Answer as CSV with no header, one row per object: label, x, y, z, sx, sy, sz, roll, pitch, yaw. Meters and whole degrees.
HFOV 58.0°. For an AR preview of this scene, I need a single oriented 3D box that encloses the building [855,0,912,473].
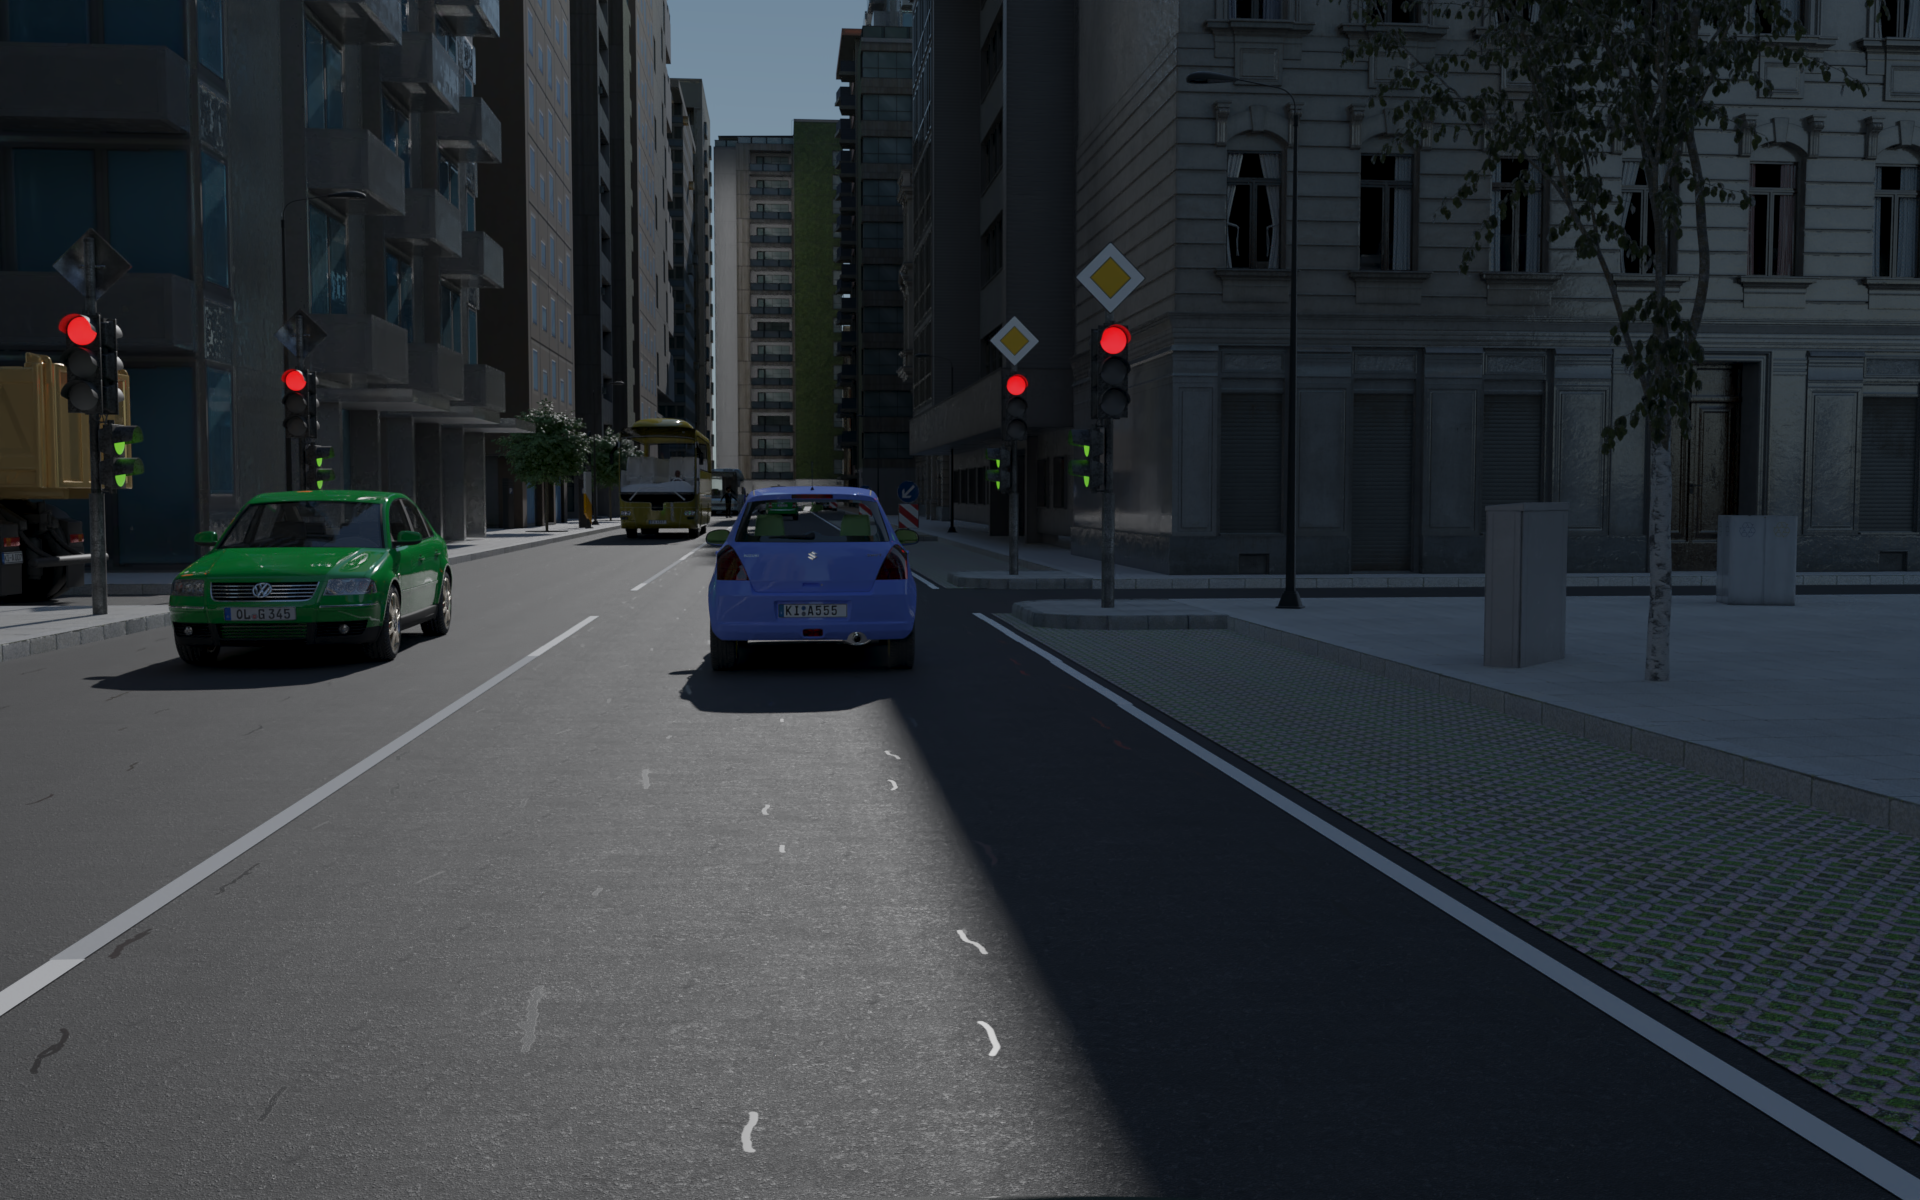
building,3.995,-31.491,134.484,23.786,49.044,30.456,0,4,-6

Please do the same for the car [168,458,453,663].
car,-5.911,-0.449,16.145,1.959,1.807,4.718,0,4,-8

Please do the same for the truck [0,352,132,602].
truck,-16.001,-1.593,21.966,9.791,3.379,3.469,0,4,-4

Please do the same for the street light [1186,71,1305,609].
street light,3.177,-2.857,19.257,1.470,5.913,1.316,0,4,-6

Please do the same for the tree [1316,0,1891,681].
tree,4.569,-3.751,11.689,4.360,8.622,3.978,0,3,0

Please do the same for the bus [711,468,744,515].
bus,-16.635,-7.728,121.207,2.948,3.499,13.247,0,4,-5

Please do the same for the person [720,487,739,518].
person,-13.907,-5.872,104.140,0.705,1.869,1.348,3,5,45

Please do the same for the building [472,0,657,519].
building,-26.317,-27.928,106.739,14.600,45.320,14.200,0,4,-6

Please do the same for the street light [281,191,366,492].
street light,-9.808,-3.310,26.663,1.470,5.913,1.316,0,4,-6

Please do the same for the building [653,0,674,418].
building,-35.249,-32.861,126.513,28.713,52.752,27.495,0,4,-6

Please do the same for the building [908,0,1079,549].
building,6.561,-14.323,53.246,14.314,24.678,30.058,0,4,-6

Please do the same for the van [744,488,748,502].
van,-20.499,-9.437,158.670,2.240,2.365,5.245,0,4,-7

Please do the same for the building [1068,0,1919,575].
building,11.695,-11.199,32.254,18.267,20.994,9.793,0,4,-6

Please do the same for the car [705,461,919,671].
car,-1.310,-0.356,15.414,1.945,1.707,3.694,0,4,-5

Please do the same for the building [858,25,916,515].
building,0.385,-20.785,111.542,14.160,30.474,14.107,0,4,-6

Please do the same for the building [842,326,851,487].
building,0.894,-21.793,201.347,28.899,21.520,27.650,0,4,-6

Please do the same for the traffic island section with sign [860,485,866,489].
traffic island section with sign,-4.505,-4.353,79.802,1.989,1.847,2.006,0,4,-6

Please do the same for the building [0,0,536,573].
building,-23.073,-25.624,38.554,23.786,49.044,30.456,0,4,-6

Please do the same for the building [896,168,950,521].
building,4.189,-16.295,85.503,14.460,24.649,34.723,0,4,-6

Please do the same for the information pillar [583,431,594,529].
information pillar,-13.834,-4.465,64.349,0.183,3.616,0.504,1,4,14

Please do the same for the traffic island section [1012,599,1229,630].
traffic island section,1.694,0.165,19.588,2.009,0.180,2.903,0,4,-6

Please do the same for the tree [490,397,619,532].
tree,-14.109,-4.584,58.664,4.285,4.588,4.351,0,3,0

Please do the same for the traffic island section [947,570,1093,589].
traffic island section,0.876,-0.321,27.532,2.009,0.180,2.903,0,4,-6

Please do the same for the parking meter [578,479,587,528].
parking meter,-14.366,-3.698,66.181,0.399,1.863,0.255,-2,4,-24

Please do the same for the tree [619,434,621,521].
tree,-16.756,-6.055,82.710,4.285,4.588,4.351,0,3,0

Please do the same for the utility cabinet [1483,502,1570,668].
utility cabinet,4.311,-0.124,13.197,0.306,1.237,1.020,3,4,37

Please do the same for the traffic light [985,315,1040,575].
traffic light,0.835,-2.354,27.414,0.839,4.253,0.868,0,4,-6

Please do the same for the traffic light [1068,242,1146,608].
traffic light,1.653,-1.868,19.470,0.839,4.253,0.868,0,4,-6

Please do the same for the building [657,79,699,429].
building,-36.465,-28.588,159.301,23.993,40.220,32.217,0,4,-6

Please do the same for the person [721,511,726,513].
person,-17.891,-7.487,130.896,0.705,1.826,1.348,1,4,15

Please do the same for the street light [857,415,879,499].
street light,-5.350,-7.899,101.687,1.470,5.913,1.316,0,4,-6

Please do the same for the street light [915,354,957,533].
street light,-0.801,-5.193,57.454,1.470,5.913,1.316,0,4,-6

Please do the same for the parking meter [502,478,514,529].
parking meter,-16.530,-3.527,63.375,0.255,1.863,0.399,1,4,18

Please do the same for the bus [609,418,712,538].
bus,-10.087,-4.181,59.909,2.896,3.916,12.252,0,4,-6

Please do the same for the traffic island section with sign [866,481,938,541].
traffic island section with sign,-1.741,-2.710,52.944,1.989,1.847,2.006,0,4,-6

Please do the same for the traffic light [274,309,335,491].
traffic light,-9.968,-2.286,26.289,0.839,4.253,0.868,0,4,-6

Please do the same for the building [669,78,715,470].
building,-38.735,-34.841,193.356,21.600,48.544,21.300,0,4,-6

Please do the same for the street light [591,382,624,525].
street light,-14.566,-6.060,71.622,1.470,5.913,1.316,0,4,-6

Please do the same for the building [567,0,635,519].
building,-24.990,-19.565,91.584,14.160,30.474,14.107,0,4,-6

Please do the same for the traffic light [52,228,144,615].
traffic light,-9.149,-1.800,18.346,0.839,4.253,0.868,0,4,-6

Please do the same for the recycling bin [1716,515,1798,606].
recycling bin,9.302,-0.470,20.241,0.722,1.027,0.722,1,4,12

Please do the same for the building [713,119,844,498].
building,-20.054,-31.084,191.809,14.086,41.232,14.154,0,4,-6

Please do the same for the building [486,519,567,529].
building,-23.457,-25.624,69.059,14.600,45.320,14.200,0,4,-6

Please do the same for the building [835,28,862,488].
building,-0.548,-31.162,164.117,22.147,44.769,28.867,0,4,-6
